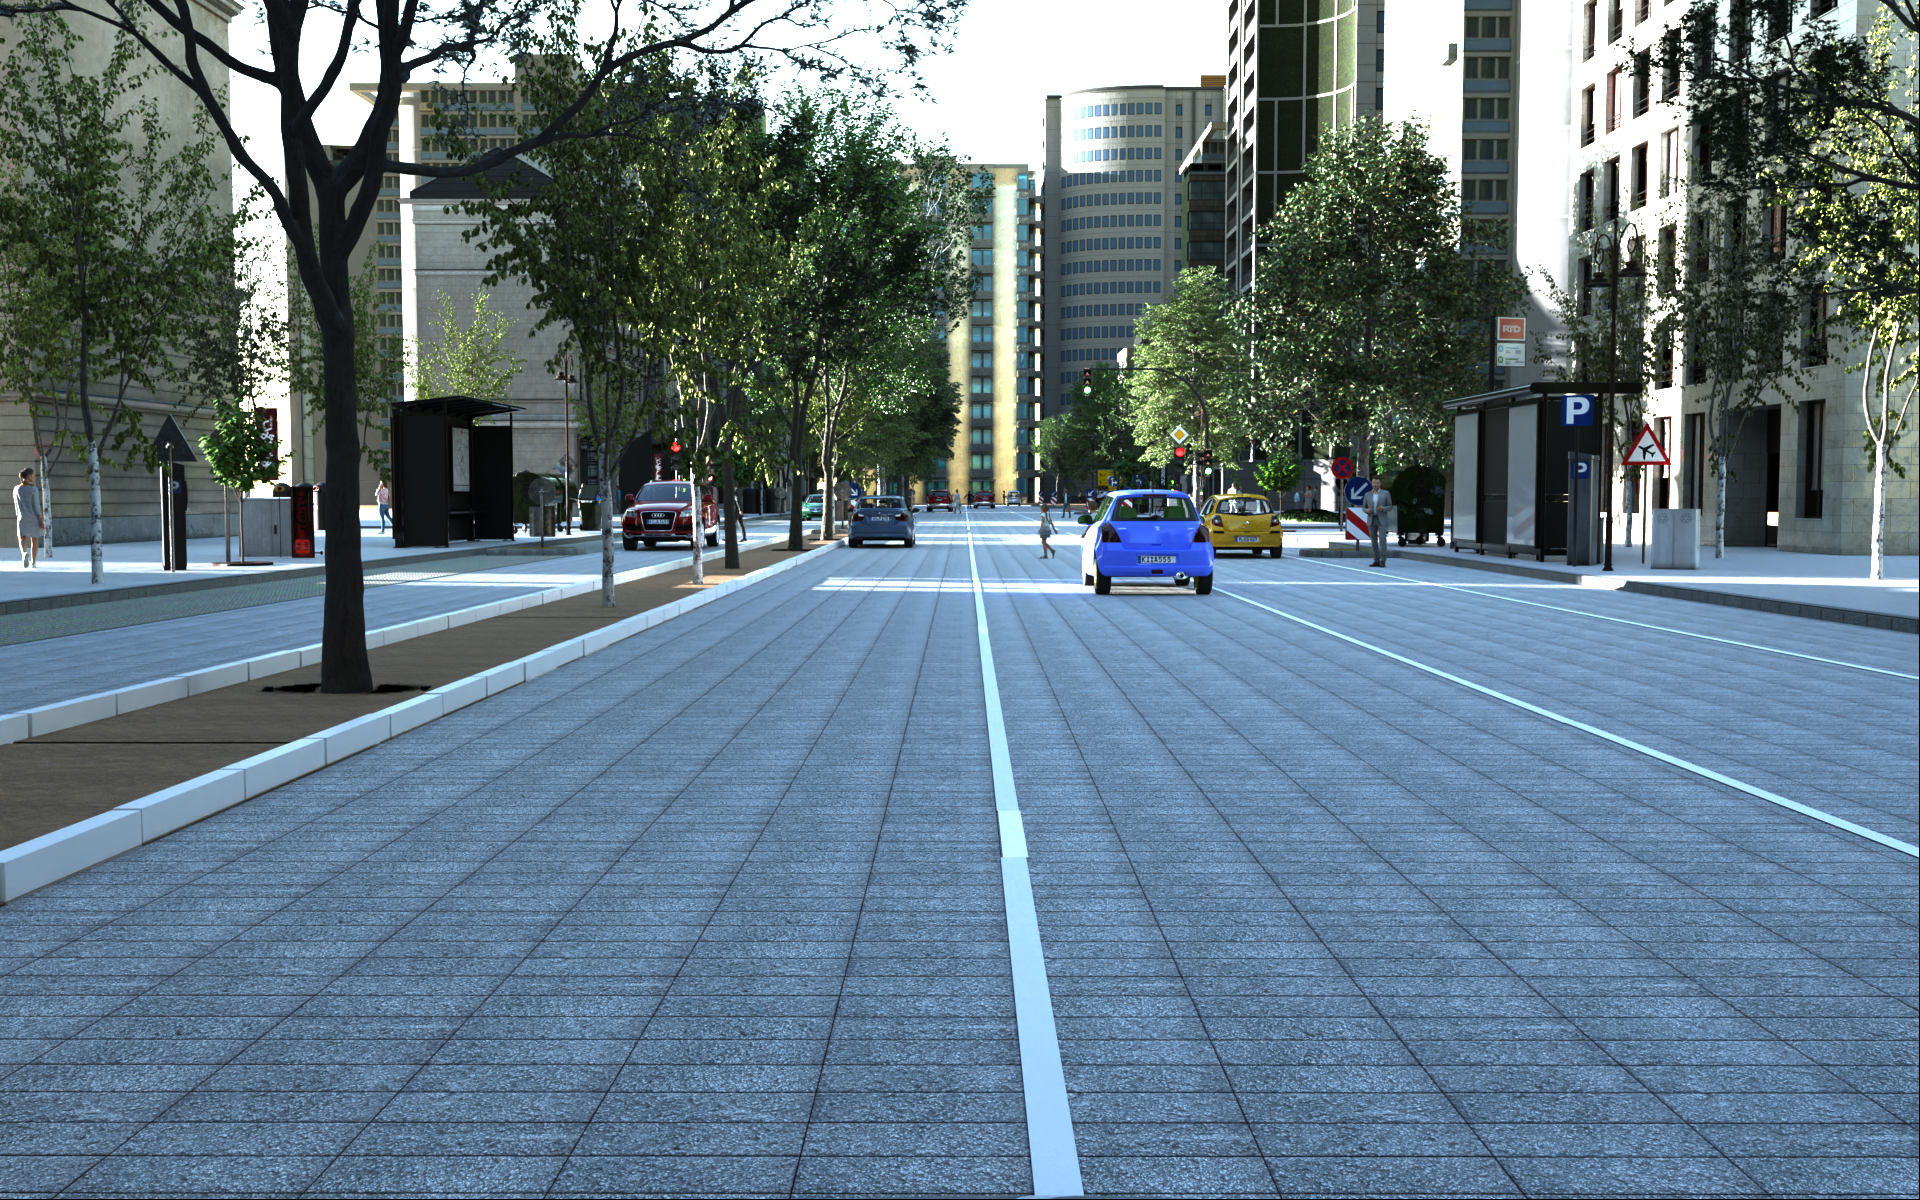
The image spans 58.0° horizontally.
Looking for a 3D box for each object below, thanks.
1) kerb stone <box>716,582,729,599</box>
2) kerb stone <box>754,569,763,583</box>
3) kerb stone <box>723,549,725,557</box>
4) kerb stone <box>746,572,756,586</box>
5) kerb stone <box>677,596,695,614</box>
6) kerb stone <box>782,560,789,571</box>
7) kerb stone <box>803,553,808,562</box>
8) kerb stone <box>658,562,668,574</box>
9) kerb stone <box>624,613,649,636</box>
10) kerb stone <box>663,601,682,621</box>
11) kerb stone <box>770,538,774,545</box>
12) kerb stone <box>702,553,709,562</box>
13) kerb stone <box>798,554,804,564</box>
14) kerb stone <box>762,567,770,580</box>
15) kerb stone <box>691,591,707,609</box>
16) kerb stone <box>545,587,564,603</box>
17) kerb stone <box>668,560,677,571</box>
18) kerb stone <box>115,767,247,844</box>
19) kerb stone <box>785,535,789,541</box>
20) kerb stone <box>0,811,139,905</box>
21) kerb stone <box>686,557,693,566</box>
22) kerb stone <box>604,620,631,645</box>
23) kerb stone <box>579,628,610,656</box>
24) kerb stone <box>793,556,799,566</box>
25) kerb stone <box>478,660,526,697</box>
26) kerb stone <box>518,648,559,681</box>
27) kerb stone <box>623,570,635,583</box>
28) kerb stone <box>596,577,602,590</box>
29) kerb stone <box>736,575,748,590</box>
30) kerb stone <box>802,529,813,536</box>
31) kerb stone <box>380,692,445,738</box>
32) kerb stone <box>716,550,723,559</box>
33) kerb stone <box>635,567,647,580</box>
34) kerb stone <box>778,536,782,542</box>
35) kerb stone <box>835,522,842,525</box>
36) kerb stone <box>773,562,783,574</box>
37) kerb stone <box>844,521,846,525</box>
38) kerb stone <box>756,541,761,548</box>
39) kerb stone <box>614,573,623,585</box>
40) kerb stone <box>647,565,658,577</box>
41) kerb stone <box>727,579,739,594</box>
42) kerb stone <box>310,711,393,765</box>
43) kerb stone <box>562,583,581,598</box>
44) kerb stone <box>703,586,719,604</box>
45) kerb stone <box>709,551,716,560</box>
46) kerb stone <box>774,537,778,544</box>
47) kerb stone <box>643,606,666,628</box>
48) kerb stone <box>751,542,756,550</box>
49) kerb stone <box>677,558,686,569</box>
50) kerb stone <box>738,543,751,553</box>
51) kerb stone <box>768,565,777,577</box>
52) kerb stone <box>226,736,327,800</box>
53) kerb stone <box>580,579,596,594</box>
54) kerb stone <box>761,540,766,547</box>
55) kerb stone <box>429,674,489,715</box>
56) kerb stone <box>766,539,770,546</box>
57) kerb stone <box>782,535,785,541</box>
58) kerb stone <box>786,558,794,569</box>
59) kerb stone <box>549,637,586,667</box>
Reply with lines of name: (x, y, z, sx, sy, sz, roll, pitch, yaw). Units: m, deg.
kerb stone: (-3.359, -0.109, 23.979, 0.120, 0.150, 1.000, 0, 4, 0)
kerb stone: (-3.346, -0.360, 28.083, 0.120, 0.150, 1.000, 0, 4, 0)
kerb stone: (-5.423, -1.046, 39.312, 0.120, 0.150, 1.000, 0, 4, 0)
kerb stone: (-3.349, -0.292, 27.062, 0.120, 0.150, 1.000, 0, 4, 0)
kerb stone: (-3.363, 0.085, 20.905, 0.120, 0.150, 1.000, 0, 4, 0)
kerb stone: (-3.342, -0.606, 32.172, 0.120, 0.150, 1.000, 0, 4, 0)
kerb stone: (-3.331, -0.860, 36.260, 0.120, 0.150, 1.000, 0, 4, 0)
kerb stone: (-5.439, -0.544, 31.132, 0.120, 0.150, 1.000, 0, 4, 0)
kerb stone: (-3.375, 0.268, 17.826, 0.120, 0.150, 1.000, 0, 4, 0)
kerb stone: (-3.367, 0.145, 19.878, 0.120, 0.150, 1.000, 0, 4, 0)
kerb stone: (-5.402, -1.611, 48.537, 0.120, 0.150, 1.000, 0, 4, 0)
kerb stone: (-5.437, -0.859, 36.246, 0.120, 0.150, 1.000, 0, 4, 0)
kerb stone: (-3.329, -0.795, 35.238, 0.120, 0.150, 1.000, 0, 4, 0)
kerb stone: (-3.349, -0.421, 29.105, 0.120, 0.150, 1.000, 0, 4, 0)
kerb stone: (-3.366, 0.023, 21.927, 0.120, 0.150, 1.000, 0, 4, 0)
kerb stone: (-5.460, -0.046, 22.940, 0.120, 0.150, 1.000, 0, 4, 0)
kerb stone: (-5.443, -0.609, 32.156, 0.120, 0.150, 1.000, 0, 4, 0)
kerb stone: (-3.394, 0.895, 7.566, 0.120, 0.150, 1.000, 0, 4, 0)
kerb stone: (-5.389, -1.862, 52.640, 0.120, 0.150, 1.000, 0, 4, 0)
kerb stone: (-3.388, 0.960, 6.540, 0.120, 0.150, 1.000, 0, 4, 0)
kerb stone: (-5.432, -0.733, 34.199, 0.120, 0.150, 1.000, 0, 4, 0)
kerb stone: (-3.375, 0.334, 16.804, 0.120, 0.150, 1.000, 0, 4, 0)
kerb stone: (-3.370, 0.393, 15.772, 0.120, 0.150, 1.000, 0, 4, 0)
kerb stone: (-3.345, -0.735, 34.216, 0.120, 0.150, 1.000, 0, 4, 0)
kerb stone: (-3.386, 0.581, 12.697, 0.120, 0.150, 1.000, 0, 4, 0)
kerb stone: (-3.373, 0.520, 13.725, 0.120, 0.150, 1.000, 0, 4, 0)
kerb stone: (-5.457, -0.359, 28.060, 0.120, 0.150, 1.000, 0, 4, 0)
kerb stone: (-5.449, -0.233, 26.011, 0.120, 0.150, 1.000, 0, 4, 0)
kerb stone: (-3.349, -0.232, 26.034, 0.120, 0.150, 1.000, 0, 4, 0)
kerb stone: (-5.371, -2.364, 60.839, 0.120, 0.150, 1.000, 0, 4, 0)
kerb stone: (-3.388, 0.712, 10.640, 0.120, 0.150, 1.000, 0, 4, 0)
kerb stone: (-5.421, -0.984, 38.290, 0.120, 0.150, 1.000, 0, 4, 0)
kerb stone: (-5.448, -0.421, 29.086, 0.120, 0.150, 1.000, 0, 4, 0)
kerb stone: (-5.399, -1.735, 50.592, 0.120, 0.150, 1.000, 0, 4, 0)
kerb stone: (-5.342, -3.340, 76.799, 0.120, 0.150, 1.000, 0, 4, 0)
kerb stone: (-3.340, -0.548, 31.150, 0.120, 0.150, 1.000, 0, 4, 0)
kerb stone: (-5.335, -3.402, 77.822, 0.120, 0.150, 1.000, 0, 4, 0)
kerb stone: (-5.409, -1.422, 45.466, 0.120, 0.150, 1.000, 0, 4, 0)
kerb stone: (-5.453, -0.296, 27.038, 0.120, 0.150, 1.000, 0, 4, 0)
kerb stone: (-5.442, -0.481, 30.108, 0.120, 0.150, 1.000, 0, 4, 0)
kerb stone: (-3.355, -0.172, 25.012, 0.120, 0.150, 1.000, 0, 4, 0)
kerb stone: (-3.392, 0.769, 9.618, 0.120, 0.150, 1.000, 0, 4, 0)
kerb stone: (-5.456, -0.108, 23.962, 0.120, 0.150, 1.000, 0, 4, 0)
kerb stone: (-3.363, -0.046, 22.949, 0.120, 0.150, 1.000, 0, 4, 0)
kerb stone: (-5.431, -0.922, 37.268, 0.120, 0.150, 1.000, 0, 4, 0)
kerb stone: (-5.395, -1.674, 49.570, 0.120, 0.150, 1.000, 0, 4, 0)
kerb stone: (-3.370, 0.205, 18.848, 0.120, 0.150, 1.000, 0, 4, 0)
kerb stone: (-5.408, -1.361, 44.444, 0.120, 0.150, 1.000, 0, 4, 0)
kerb stone: (-5.440, -0.672, 33.177, 0.120, 0.150, 1.000, 0, 4, 0)
kerb stone: (-5.417, -1.297, 43.413, 0.120, 0.150, 1.000, 0, 4, 0)
kerb stone: (-3.345, -0.477, 30.128, 0.120, 0.150, 1.000, 0, 4, 0)
kerb stone: (-3.395, 0.832, 8.588, 0.120, 0.150, 1.000, 0, 4, 0)
kerb stone: (-5.457, -0.171, 24.984, 0.120, 0.150, 1.000, 0, 4, 0)
kerb stone: (-5.404, -1.486, 46.487, 0.120, 0.150, 1.000, 0, 4, 0)
kerb stone: (-3.391, 0.644, 11.668, 0.120, 0.150, 1.000, 0, 4, 0)
kerb stone: (-5.406, -1.549, 47.516, 0.120, 0.150, 1.000, 0, 4, 0)
kerb stone: (-5.397, -1.797, 51.614, 0.120, 0.150, 1.000, 0, 4, 0)
kerb stone: (-3.332, -0.670, 33.194, 0.120, 0.150, 1.000, 0, 4, 0)
kerb stone: (-3.379, 0.456, 14.746, 0.120, 0.150, 1.000, 0, 4, 0)
